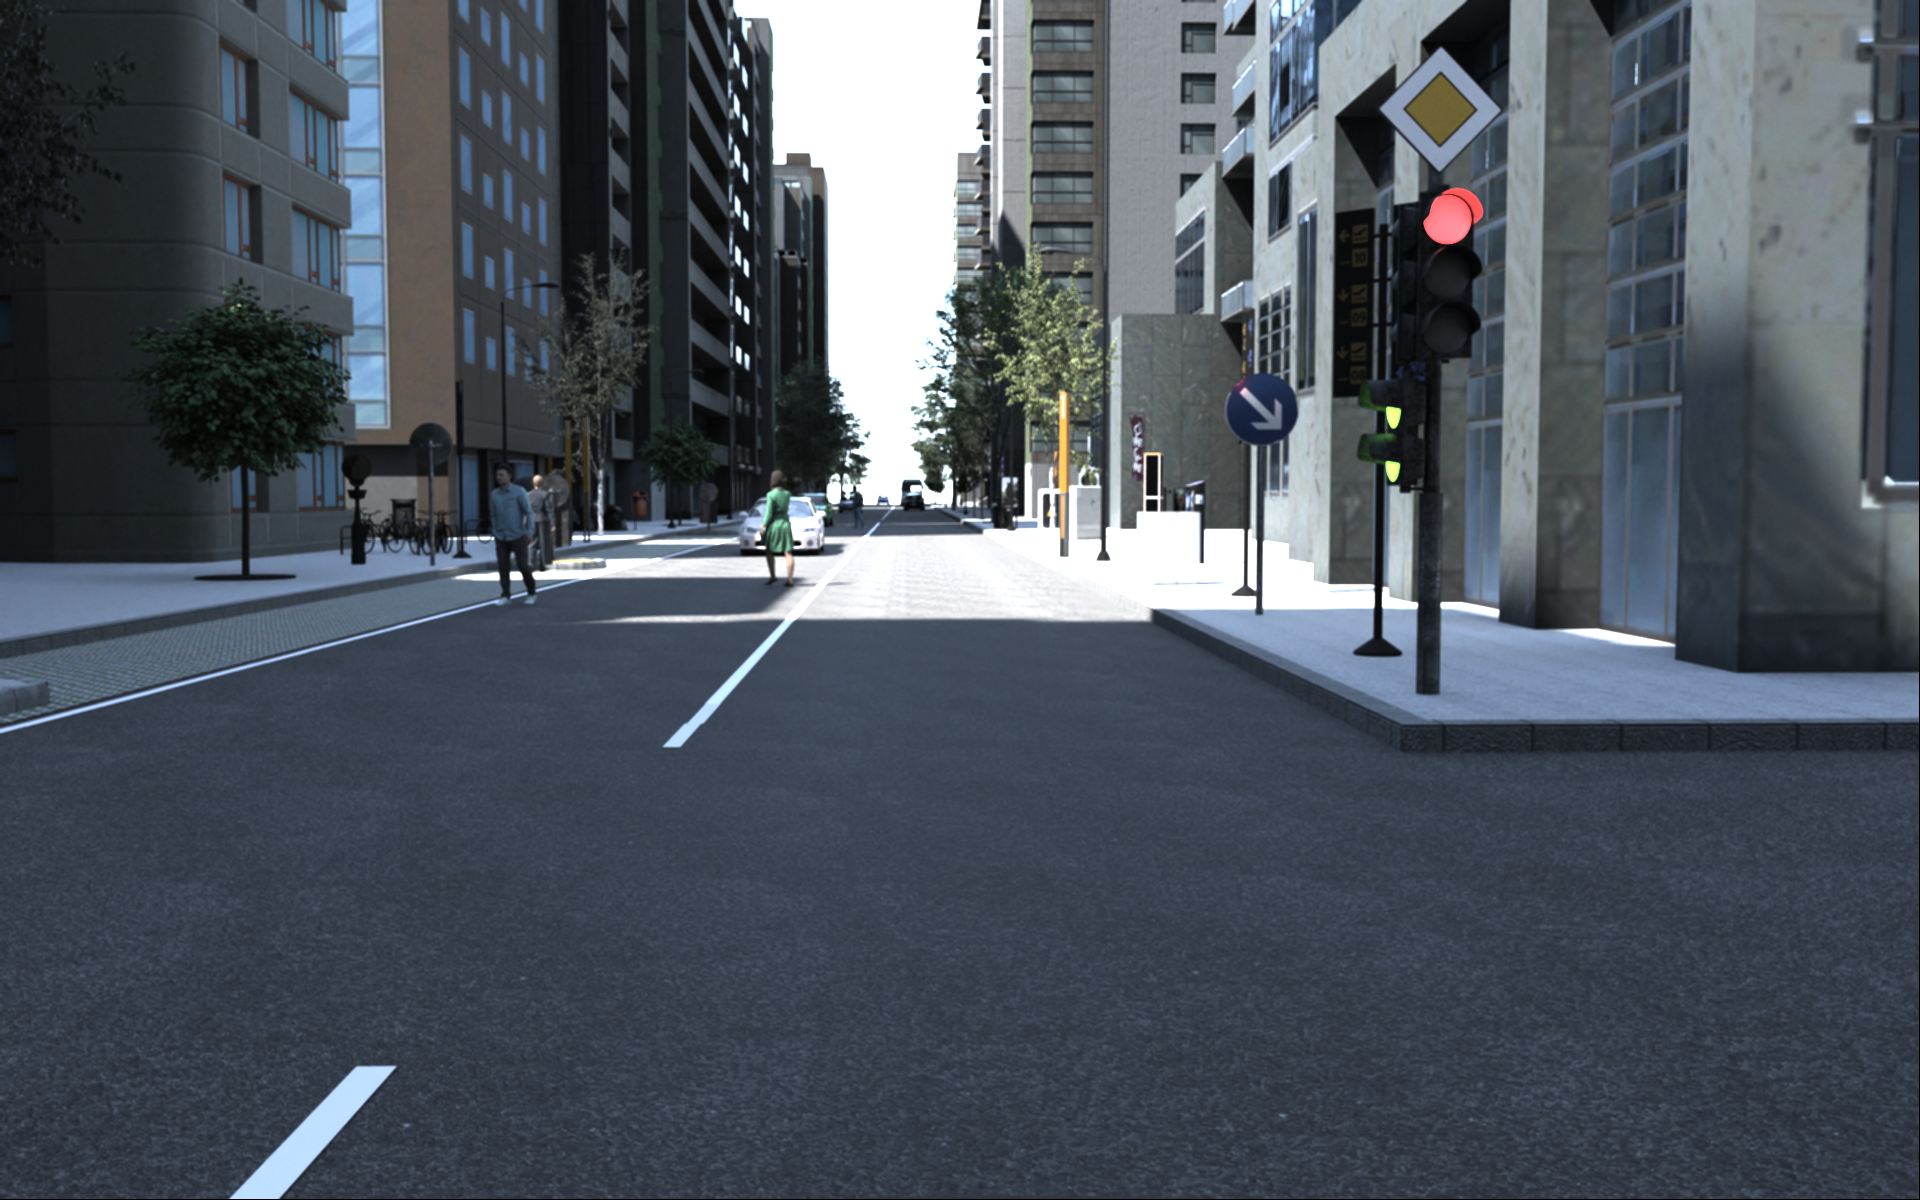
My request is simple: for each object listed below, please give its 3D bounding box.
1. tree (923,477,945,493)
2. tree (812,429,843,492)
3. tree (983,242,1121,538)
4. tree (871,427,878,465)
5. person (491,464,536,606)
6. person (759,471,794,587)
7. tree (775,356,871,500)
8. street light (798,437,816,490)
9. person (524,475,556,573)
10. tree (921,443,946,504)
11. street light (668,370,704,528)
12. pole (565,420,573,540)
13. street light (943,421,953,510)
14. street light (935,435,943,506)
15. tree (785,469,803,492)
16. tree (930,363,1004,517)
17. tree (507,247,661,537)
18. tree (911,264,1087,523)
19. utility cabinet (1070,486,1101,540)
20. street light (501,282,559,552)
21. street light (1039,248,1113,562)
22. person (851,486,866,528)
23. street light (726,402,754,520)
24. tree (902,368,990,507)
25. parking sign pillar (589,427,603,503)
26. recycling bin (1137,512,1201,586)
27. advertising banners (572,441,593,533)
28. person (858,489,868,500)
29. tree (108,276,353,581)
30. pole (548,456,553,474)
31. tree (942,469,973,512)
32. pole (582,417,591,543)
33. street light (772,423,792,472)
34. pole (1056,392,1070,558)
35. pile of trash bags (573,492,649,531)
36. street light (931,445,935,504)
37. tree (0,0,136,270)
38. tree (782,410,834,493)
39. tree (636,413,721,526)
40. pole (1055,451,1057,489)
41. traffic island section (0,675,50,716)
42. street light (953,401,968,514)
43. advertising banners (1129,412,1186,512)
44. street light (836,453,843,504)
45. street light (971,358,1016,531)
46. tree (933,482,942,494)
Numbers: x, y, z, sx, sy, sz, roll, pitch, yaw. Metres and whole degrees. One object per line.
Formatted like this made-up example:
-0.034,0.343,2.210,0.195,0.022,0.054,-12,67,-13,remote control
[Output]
-3.595,-15.549,237.936,4.285,4.588,4.351,0,3,0,tree
-14.802,-14.417,186.073,4.737,8.622,4.395,0,3,0,tree
2.715,-6.114,50.327,4.737,8.622,4.395,0,3,0,tree
-16.674,-20.719,245.406,9.857,13.997,8.962,0,3,0,tree
-5.759,-0.849,22.407,0.660,1.820,0.620,1,4,15,person
-2.812,-1.109,26.880,0.529,1.795,0.600,3,4,38,person
-14.619,-15.540,160.740,9.857,13.997,8.962,0,3,0,tree
-12.530,-10.234,139.863,1.470,5.913,1.316,0,4,-2,street light
-7.647,-1.381,31.496,0.576,1.772,0.534,-1,4,-12,person
-3.342,-16.970,227.822,4.737,8.622,4.395,0,3,0,tree
-10.282,-5.646,64.857,1.470,5.913,1.316,0,4,-2,street light
-10.806,-3.300,47.800,0.158,3.312,0.155,0,3,0,pole
-0.183,-8.375,109.471,1.470,5.913,1.316,0,4,-2,street light
-1.036,-9.974,135.617,1.470,5.913,1.316,0,4,-2,street light
-13.266,-8.545,134.315,1.663,3.219,1.824,0,3,0,tree
0.587,-8.918,96.171,4.360,8.622,3.978,0,3,0,tree
-10.902,-6.180,51.406,4.360,8.622,3.978,0,3,0,tree
1.760,-9.267,77.266,9.928,11.665,9.643,0,3,0,tree
3.499,-2.383,47.637,1.173,1.500,0.318,-3,5,-43,utility cabinet
-9.479,-4.010,38.099,1.470,5.913,1.316,0,4,-2,street light
2.196,-3.688,32.841,1.470,5.913,1.316,0,4,-2,street light
-4.307,-3.880,72.284,0.721,1.781,0.623,-2,4,-29,person
-11.057,-7.004,87.058,1.470,5.913,1.316,0,4,-2,street light
-0.660,-16.208,171.648,9.857,13.997,8.962,0,3,0,tree
-14.859,-5.007,70.330,1.447,3.967,1.447,-2,4,-24,parking sign pillar
2.954,-0.734,24.550,0.722,1.027,0.722,-1,4,-13,recycling bin
-12.875,-3.687,56.462,2.074,3.025,0.090,1,4,15,advertising banners
-8.228,-8.160,141.914,1.348,1.824,0.705,-1,4,-14,person
-10.934,-2.596,26.165,4.285,4.588,4.351,0,3,0,tree
-15.488,-4.382,65.497,0.158,3.312,0.155,0,3,0,pole
0.106,-7.927,124.204,1.663,3.219,1.824,0,3,0,tree
-9.879,-3.177,45.784,0.158,3.312,0.155,0,3,0,pole
-11.716,-8.627,113.587,1.470,5.913,1.316,0,4,-2,street light
2.105,-2.509,34.860,0.158,3.312,0.155,0,3,0,pole
-12.396,-3.124,60.826,1.912,1.369,3.447,3,5,42,pile of trash bags
-1.867,-11.628,162.654,1.470,5.913,1.316,0,4,-2,street light
-10.161,-4.088,17.199,4.360,8.622,3.978,0,3,0,tree
-13.359,-12.333,152.011,4.360,8.622,3.978,0,3,0,tree
-11.493,-5.316,70.624,4.285,4.588,4.351,0,3,0,tree
4.638,-5.446,82.884,0.158,3.312,0.155,0,3,0,pole
-7.155,0.700,10.829,2.009,0.180,2.903,0,4,-2,traffic island section
0.547,-6.933,85.893,1.470,5.913,1.316,0,4,-2,street light
4.359,-2.548,37.853,2.074,3.025,0.090,-3,5,-44,advertising banners
-14.413,-13.733,197.073,1.470,5.913,1.316,0,4,-2,street light
1.232,-5.314,59.421,1.470,5.913,1.316,0,4,-2,street light
-2.489,-12.777,203.503,1.663,3.219,1.824,0,3,0,tree
